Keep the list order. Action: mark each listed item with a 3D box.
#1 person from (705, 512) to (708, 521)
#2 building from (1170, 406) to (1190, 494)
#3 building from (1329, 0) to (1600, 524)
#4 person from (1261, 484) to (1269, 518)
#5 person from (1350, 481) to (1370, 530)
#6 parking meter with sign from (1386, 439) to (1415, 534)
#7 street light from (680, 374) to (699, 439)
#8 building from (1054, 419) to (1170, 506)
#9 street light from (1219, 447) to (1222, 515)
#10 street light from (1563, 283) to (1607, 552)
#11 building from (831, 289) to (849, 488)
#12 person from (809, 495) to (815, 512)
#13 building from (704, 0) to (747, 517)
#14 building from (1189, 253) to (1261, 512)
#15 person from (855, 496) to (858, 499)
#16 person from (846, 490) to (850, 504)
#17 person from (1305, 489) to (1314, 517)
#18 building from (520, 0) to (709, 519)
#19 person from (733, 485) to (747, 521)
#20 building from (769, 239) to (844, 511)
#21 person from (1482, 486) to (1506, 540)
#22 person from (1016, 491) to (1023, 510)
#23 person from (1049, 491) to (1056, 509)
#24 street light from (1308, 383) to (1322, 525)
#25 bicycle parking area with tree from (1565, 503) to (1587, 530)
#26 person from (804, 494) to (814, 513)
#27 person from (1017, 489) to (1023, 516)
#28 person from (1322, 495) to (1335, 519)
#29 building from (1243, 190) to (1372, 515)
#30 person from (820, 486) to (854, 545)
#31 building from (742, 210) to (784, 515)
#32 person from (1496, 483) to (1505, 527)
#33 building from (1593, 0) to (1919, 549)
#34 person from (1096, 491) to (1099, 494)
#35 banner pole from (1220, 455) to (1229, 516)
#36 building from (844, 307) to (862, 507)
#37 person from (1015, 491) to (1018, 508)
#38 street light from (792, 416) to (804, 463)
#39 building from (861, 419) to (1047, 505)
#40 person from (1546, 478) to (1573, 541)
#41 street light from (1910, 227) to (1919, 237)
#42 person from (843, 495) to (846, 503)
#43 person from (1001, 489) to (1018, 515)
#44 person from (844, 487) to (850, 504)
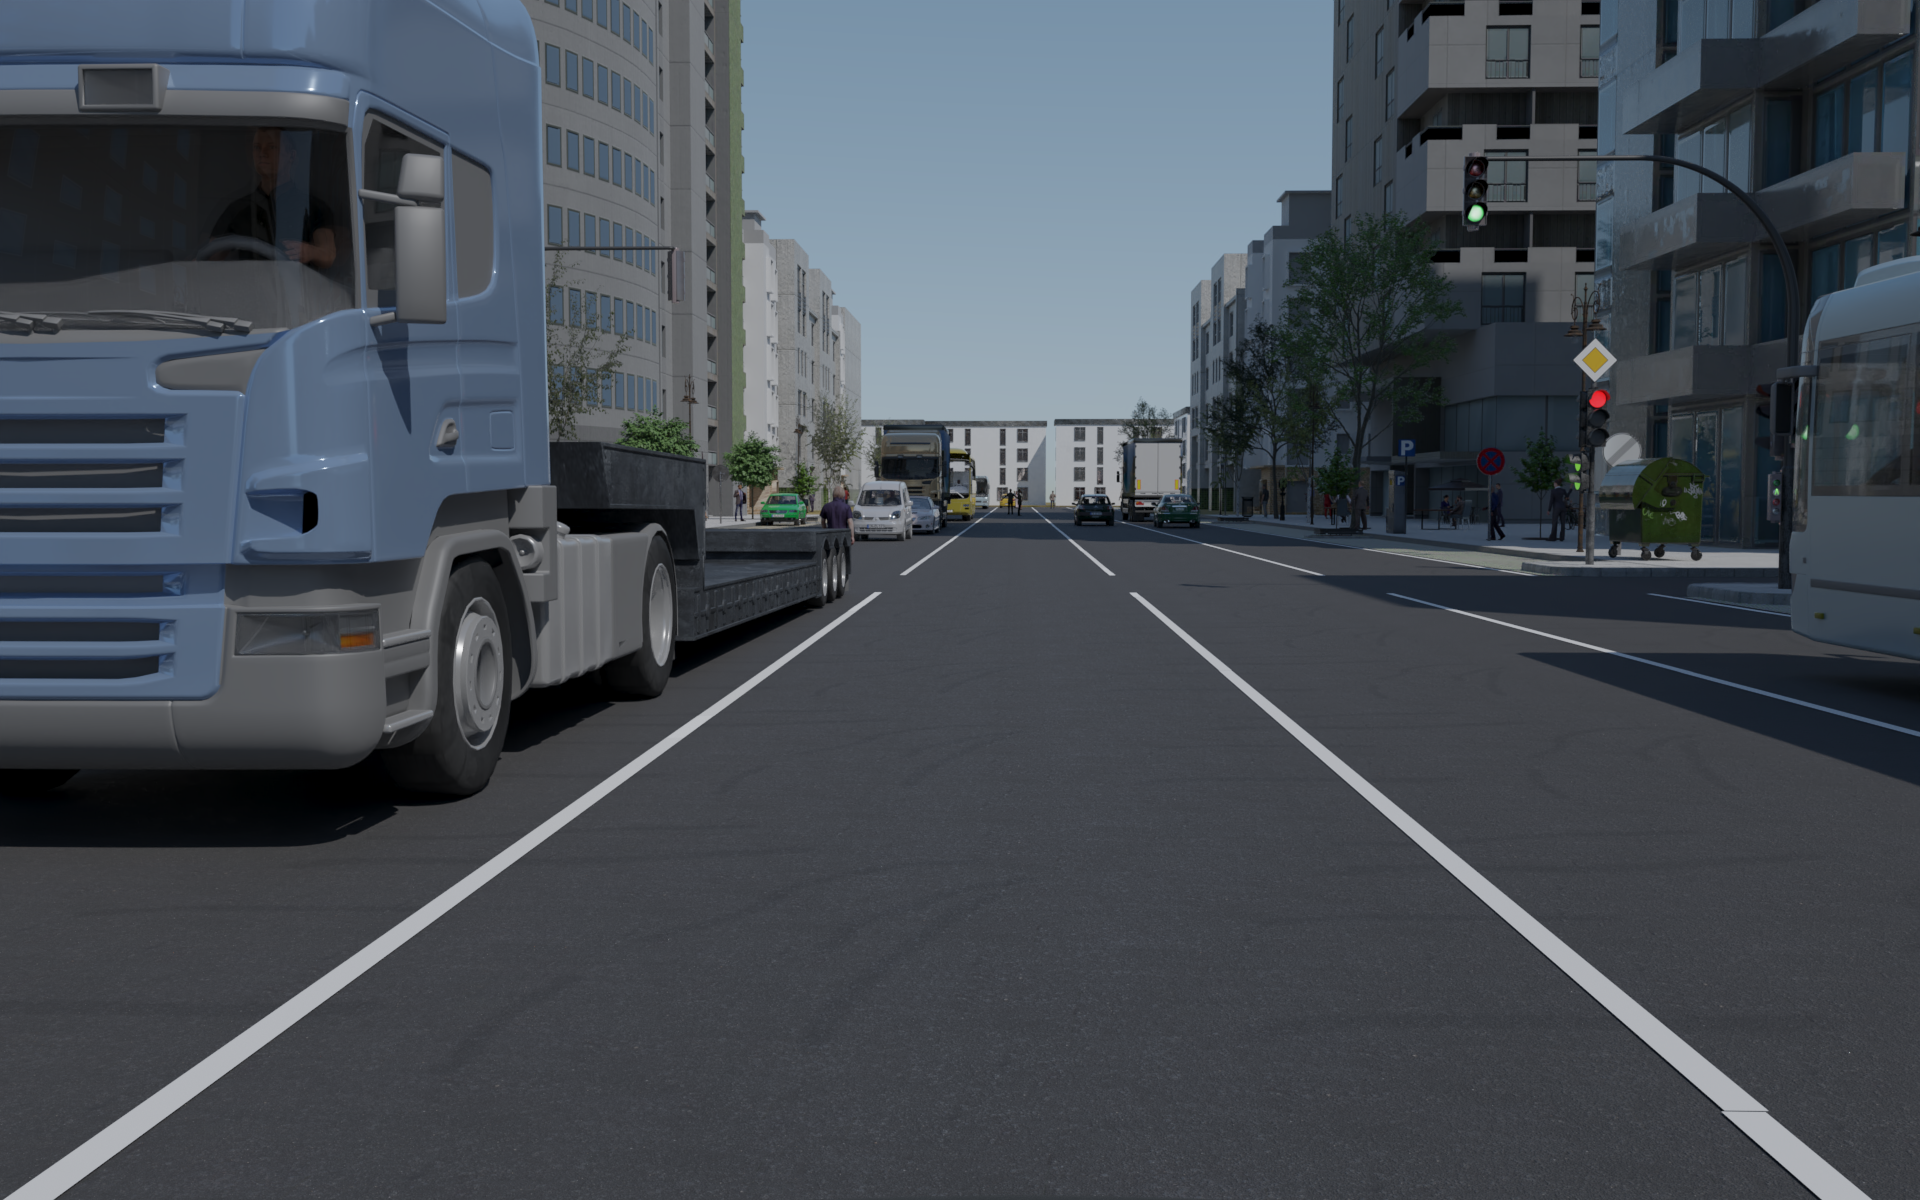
[{"bbox_3d":[-12.228,-4.042,82.598,0.381,0.543,0.357,0,4,7],"label":"person"},{"bbox_3d":[26.164,-13.676,165.755,9.099,9.664,28.070,0,4,2],"label":"building"},{"bbox_3d":[34.498,-30.420,86.598,28.713,52.752,27.495,0,4,2],"label":"building"},{"bbox_3d":[16.323,-5.301,92.838,0.598,1.807,0.434,-3,5,-40],"label":"person"},{"bbox_3d":[14.289,-3.387,61.967,0.990,1.755,0.434,-2,4,-29],"label":"person"},{"bbox_3d":[14.182,-3.655,56.019,0.543,3.016,1.738,0,4,-2],"label":"parking meter with sign"},{"bbox_3d":[-10.413,-5.754,66.863,0.468,5.910,1.993,0,4,2],"label":"street light"},{"bbox_3d":[24.745,-15.607,197.317,28.070,9.664,9.099,0,4,2],"label":"building"},{"bbox_3d":[15.961,-8.142,105.904,0.468,5.910,1.993,0,4,2],"label":"street light"},{"bbox_3d":[13.683,-3.991,38.041,0.468,5.910,1.993,0,4,2],"label":"street light"},{"bbox_3d":[-18.424,-18.425,157.660,16.016,20.091,11.380,0,4,2],"label":"building"},{"bbox_3d":[-10.550,-7.128,123.510,0.541,1.710,0.530,-3,4,-38],"label":"person"},{"bbox_3d":[-19.934,-25.191,95.469,14.154,41.232,14.086,0,4,2],"label":"building"},{"bbox_3d":[28.009,-16.466,135.675,16.747,18.905,31.486,0,4,2],"label":"building"},{"bbox_3d":[-9.137,-9.043,157.120,0.991,1.433,0.599,2,4,31],"label":"person"},{"bbox_3d":[-9.294,-8.272,142.014,0.721,1.735,1.217,-1,4,-19],"label":"person"},{"bbox_3d":[19.032,-5.424,94.597,0.599,1.838,0.709,2,4,32],"label":"person"},{"bbox_3d":[-23.781,-32.484,73.115,21.231,58.520,28.212,0,4,2],"label":"building"},{"bbox_3d":[-10.273,-4.533,80.983,0.655,1.722,0.431,-3,5,-44],"label":"person"},{"bbox_3d":[-19.328,-16.506,136.323,16.747,18.905,31.486,0,4,2],"label":"building"},{"bbox_3d":[14.768,-2.408,48.111,0.574,1.496,0.600,-3,5,-42],"label":"person"},{"bbox_3d":[5.352,-8.949,155.599,0.721,1.735,1.217,2,4,35],"label":"person"},{"bbox_3d":[8.856,-9.553,165.229,0.617,1.759,0.750,1,4,9],"label":"person"},{"bbox_3d":[14.773,-6.099,72.509,0.468,5.910,1.993,0,4,2],"label":"street light"},{"bbox_3d":[26.480,-4.627,62.661,9.016,4.147,8.231,-3,5,-40],"label":"bicycle parking area with tree"},{"bbox_3d":[-10.452,-6.741,117.053,1.217,1.735,0.721,-1,4,-21],"label":"person"},{"bbox_3d":[3.989,-6.418,114.158,0.721,1.735,1.217,0,4,-6],"label":"person"},{"bbox_3d":[19.062,-5.009,89.645,0.444,1.614,0.593,-1,4,-21],"label":"person"},{"bbox_3d":[26.974,-15.728,113.566,16.016,20.091,11.380,0,4,2],"label":"building"},{"bbox_3d":[-1.950,-0.967,26.511,0.471,1.553,0.569,-3,5,-42],"label":"person"},{"bbox_3d":[-20.062,-15.736,113.696,16.016,20.091,11.380,0,4,2],"label":"building"},{"bbox_3d":[20.972,-3.697,67.405,0.530,1.710,0.541,2,4,26],"label":"person"},{"bbox_3d":[32.292,-25.896,43.006,30.456,49.044,23.786,0,4,2],"label":"building"},{"bbox_3d":[12.273,-8.893,154.615,1.217,1.735,0.721,0,4,5],"label":"person"},{"bbox_3d":[15.640,-6.896,102.765,0.401,3.779,0.863,3,4,38],"label":"banner pole"},{"bbox_3d":[-26.304,-18.736,172.783,31.486,18.905,16.747,0,4,2],"label":"building"},{"bbox_3d":[5.666,-9.976,172.272,0.551,1.740,0.621,1,4,11],"label":"person"},{"bbox_3d":[-9.377,-7.806,100.419,0.468,5.910,1.993,0,4,2],"label":"street light"},{"bbox_3d":[-4.042,-15.717,199.123,28.070,9.664,9.099,0,4,2],"label":"building"},{"bbox_3d":[16.274,-2.454,46.971,0.742,1.727,0.445,-3,4,-38],"label":"person"},{"bbox_3d":[13.143,-3.066,22.920,0.468,5.910,1.993,0,4,2],"label":"street light"},{"bbox_3d":[-7.576,-6.163,109.710,0.568,1.767,0.683,1,4,22],"label":"person"},{"bbox_3d":[3.538,-6.903,121.508,1.348,1.807,0.705,0,4,-7],"label":"person"},{"bbox_3d":[-8.547,-7.499,128.587,0.705,1.831,1.348,2,4,33],"label":"person"}]
